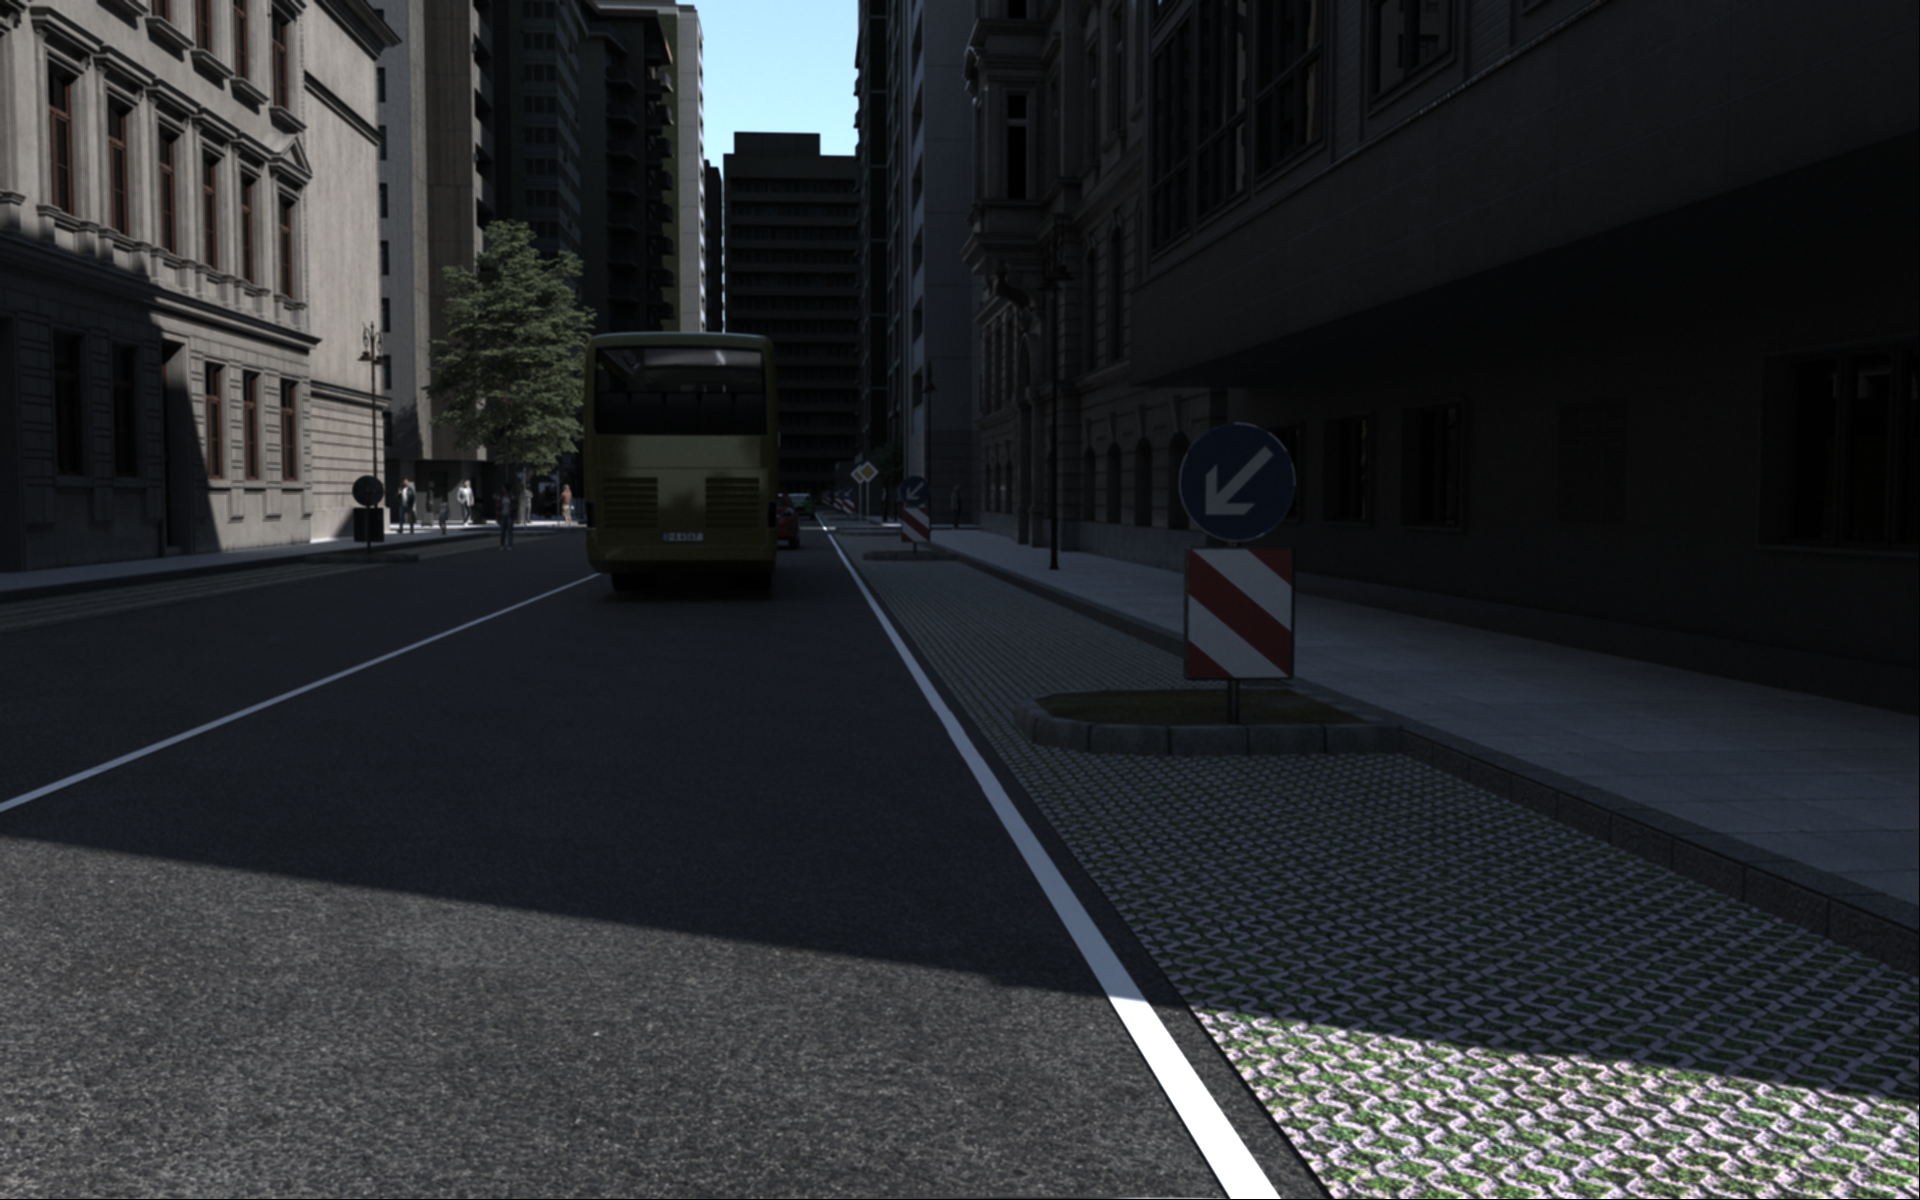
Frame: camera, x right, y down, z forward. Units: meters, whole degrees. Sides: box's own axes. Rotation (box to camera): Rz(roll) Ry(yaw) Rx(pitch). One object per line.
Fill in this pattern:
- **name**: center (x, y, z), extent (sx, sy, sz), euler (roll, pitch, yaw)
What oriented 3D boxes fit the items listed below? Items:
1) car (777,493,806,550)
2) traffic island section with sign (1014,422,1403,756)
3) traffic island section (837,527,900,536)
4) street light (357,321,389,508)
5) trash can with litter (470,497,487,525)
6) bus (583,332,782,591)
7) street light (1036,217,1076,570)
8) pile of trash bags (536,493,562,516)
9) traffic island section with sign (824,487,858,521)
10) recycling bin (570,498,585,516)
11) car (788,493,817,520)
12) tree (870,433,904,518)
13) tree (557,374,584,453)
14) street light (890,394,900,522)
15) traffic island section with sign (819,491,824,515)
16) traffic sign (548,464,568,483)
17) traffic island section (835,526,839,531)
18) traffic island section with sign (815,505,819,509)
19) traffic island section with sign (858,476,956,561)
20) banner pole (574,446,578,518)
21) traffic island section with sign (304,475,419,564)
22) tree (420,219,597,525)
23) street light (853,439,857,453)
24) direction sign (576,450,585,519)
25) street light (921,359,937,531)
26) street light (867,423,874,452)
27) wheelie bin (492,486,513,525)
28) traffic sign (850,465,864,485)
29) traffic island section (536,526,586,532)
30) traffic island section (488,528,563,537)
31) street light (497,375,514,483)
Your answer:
- **car**: center (-5.185, -2.266, 46.095), extent (2.155, 1.783, 4.494), euler (0, 4, -4)
- **traffic island section with sign**: center (1.365, -0.106, 10.365), extent (1.989, 1.847, 2.006), euler (0, 4, -5)
- **traffic island section**: center (-3.156, -2.314, 60.123), extent (2.009, 0.180, 2.903), euler (0, 4, -5)
- **street light**: center (-15.722, -4.509, 46.503), extent (0.468, 5.910, 1.993), euler (0, 4, -5)
- **trash can with litter**: center (-19.910, -3.678, 71.526), extent (0.624, 1.170, 1.055), euler (0, 4, -3)
- **bus**: center (-4.333, -2.269, 28.652), extent (2.896, 3.916, 12.252), euler (0, 4, -7)
- **street light**: center (1.599, -3.454, 29.261), extent (0.468, 5.910, 1.993), euler (0, 4, -5)
- **pile of trash bags**: center (-24.148, -5.706, 103.037), extent (1.912, 1.369, 3.447), euler (-1, 4, -19)
- **traffic island section with sign**: center (-6.096, -5.134, 92.574), extent (1.989, 1.847, 2.006), euler (0, 4, -5)
- **recycling bin**: center (-22.294, -5.388, 100.655), extent (0.722, 1.027, 0.722), euler (-3, 5, -44)
- **car**: center (-8.948, -5.356, 96.370), extent (1.959, 1.807, 4.718), euler (0, 4, -4)
- **tree**: center (-3.159, -6.656, 92.542), extent (4.285, 4.588, 4.351), euler (0, 3, 0)
- **tree**: center (-22.316, -9.453, 104.917), extent (4.360, 8.622, 3.978), euler (0, 3, 0)
- **street light**: center (-3.000, -6.586, 80.462), extent (0.468, 5.910, 1.993), euler (0, 4, -5)
- **traffic island section with sign**: center (-8.530, -6.776, 119.420), extent (1.989, 1.847, 2.006), euler (0, 4, -5)
- **traffic sign**: center (-15.548, -3.961, 66.959), extent (0.795, 2.593, 0.064), euler (0, 4, -5)
- **traffic island section**: center (-3.877, -2.801, 68.075), extent (2.009, 0.180, 2.903), euler (0, 4, -5)
- **traffic island section with sign**: center (-13.085, -9.850, 169.683), extent (1.989, 1.847, 2.006), euler (0, 4, -5)
- **traffic island section with sign**: center (-1.132, -1.787, 37.851), extent (1.989, 1.847, 2.006), euler (0, 4, -5)
- **banner pole**: center (-20.158, -6.172, 90.928), extent (0.401, 3.779, 0.863), euler (0, 4, 0)
- **traffic island section with sign**: center (-12.458, -1.690, 36.257), extent (1.989, 1.847, 2.006), euler (0, 4, -5)
- **tree**: center (-18.596, -9.448, 72.604), extent (7.486, 12.596, 7.792), euler (0, 3, 0)
- **street light**: center (-8.635, -10.388, 142.633), extent (0.468, 5.910, 1.993), euler (0, 4, -5)
- **direction sign**: center (-19.477, -5.938, 89.083), extent (0.876, 3.537, 0.379), euler (3, 5, 42)
- **street light**: center (-1.056, -5.309, 59.592), extent (0.468, 5.910, 1.993), euler (0, 4, -5)
- **street light**: center (-5.747, -8.454, 111.018), extent (0.468, 5.910, 1.993), euler (0, 4, -5)
- **wheelie bin**: center (-18.706, -3.868, 71.151), extent (0.980, 1.594, 0.693), euler (-1, 4, -14)
- **traffic sign**: center (-3.899, -4.025, 67.991), extent (0.795, 2.593, 0.064), euler (0, 4, -5)
- **traffic island section**: center (-15.571, -2.737, 67.024), extent (2.009, 0.180, 2.903), euler (0, 4, -5)
- **traffic island section**: center (-14.850, -2.250, 59.072), extent (2.009, 0.180, 2.903), euler (0, 4, -5)
- **street light**: center (-17.691, -5.793, 67.497), extent (0.468, 5.910, 1.993), euler (0, 4, -5)
